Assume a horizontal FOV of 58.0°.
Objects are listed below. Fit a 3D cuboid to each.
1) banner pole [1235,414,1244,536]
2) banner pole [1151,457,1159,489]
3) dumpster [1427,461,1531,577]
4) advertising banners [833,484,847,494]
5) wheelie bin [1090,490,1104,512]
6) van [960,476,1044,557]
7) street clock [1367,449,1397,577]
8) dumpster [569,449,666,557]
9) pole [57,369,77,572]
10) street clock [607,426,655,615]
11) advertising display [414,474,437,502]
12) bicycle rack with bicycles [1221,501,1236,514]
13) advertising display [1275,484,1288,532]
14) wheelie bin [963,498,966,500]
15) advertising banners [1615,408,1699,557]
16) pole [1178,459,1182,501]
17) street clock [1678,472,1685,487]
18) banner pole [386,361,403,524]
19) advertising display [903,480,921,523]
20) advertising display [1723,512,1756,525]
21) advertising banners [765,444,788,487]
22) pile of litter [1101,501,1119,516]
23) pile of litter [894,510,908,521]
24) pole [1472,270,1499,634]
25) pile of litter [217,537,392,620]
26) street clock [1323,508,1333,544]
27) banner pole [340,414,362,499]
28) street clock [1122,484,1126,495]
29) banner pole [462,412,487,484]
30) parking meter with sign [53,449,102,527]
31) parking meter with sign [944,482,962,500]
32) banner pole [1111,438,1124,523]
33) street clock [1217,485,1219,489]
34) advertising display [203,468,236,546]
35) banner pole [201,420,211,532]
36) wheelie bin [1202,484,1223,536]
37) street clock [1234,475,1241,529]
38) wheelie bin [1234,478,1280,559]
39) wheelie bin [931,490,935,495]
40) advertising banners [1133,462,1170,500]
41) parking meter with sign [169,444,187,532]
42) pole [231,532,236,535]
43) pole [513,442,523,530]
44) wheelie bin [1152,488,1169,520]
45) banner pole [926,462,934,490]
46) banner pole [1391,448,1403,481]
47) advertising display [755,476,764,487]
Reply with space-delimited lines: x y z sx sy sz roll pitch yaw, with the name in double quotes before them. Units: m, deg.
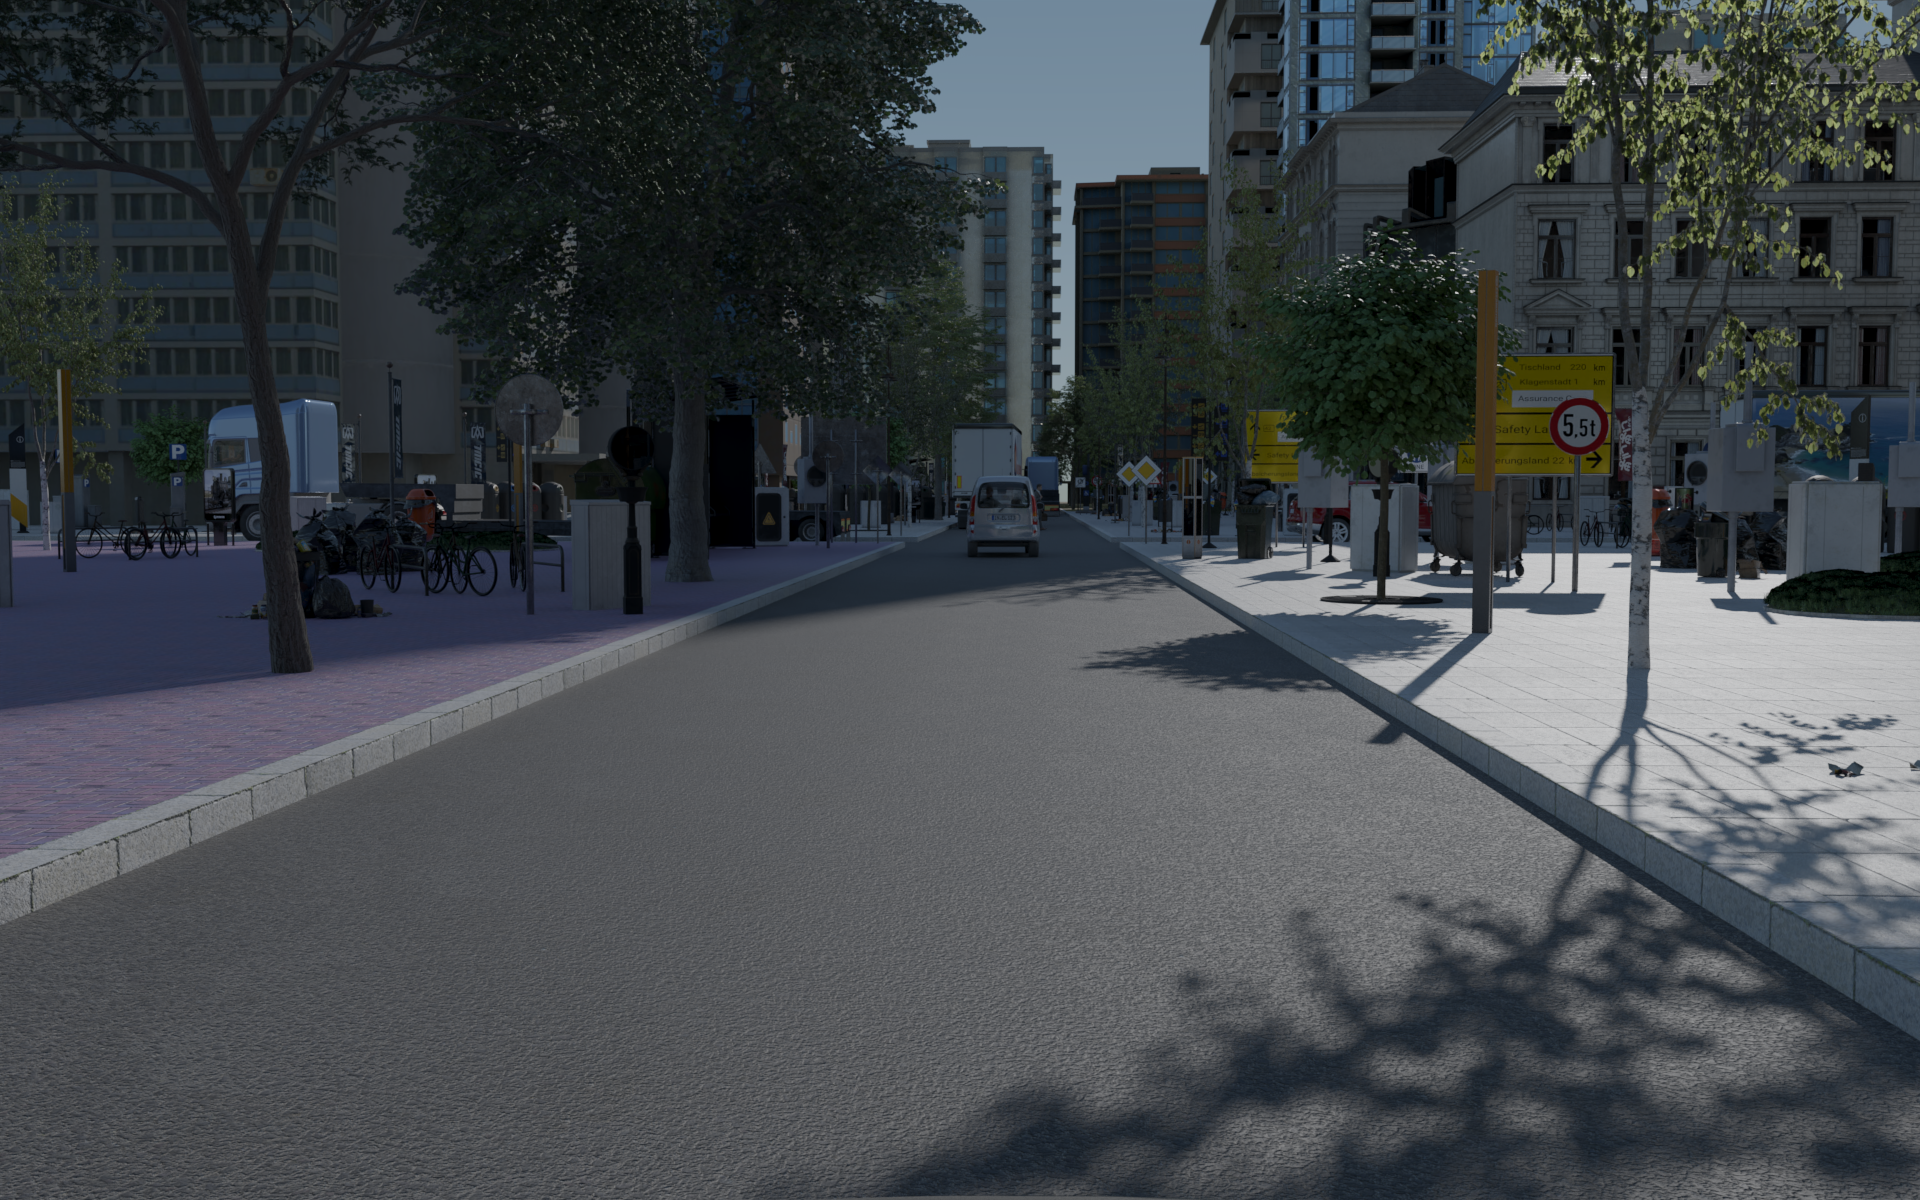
"banner pole" 8.529 -3.814 52.369 0.401 3.779 0.863 1 4 9
"banner pole" 12.692 -7.487 112.435 0.863 3.779 0.401 -2 4 -32
"dumpster" 8.263 -1.336 27.597 1.264 1.857 1.865 0 4 2
"advertising banners" -6.352 -5.971 93.807 0.090 3.025 2.074 2 4 32
"wheelie bin" 9.683 -7.007 122.471 0.980 1.594 0.693 -1 4 -9
"van" 0.992 -2.064 40.754 2.013 2.044 4.112 0 4 0
"street clock" 6.544 -1.361 26.829 0.358 2.002 0.471 -2 4 -32
"dumpster" -6.637 -1.902 33.591 1.502 2.255 1.985 0 4 2
"pole" -14.653 -2.114 28.414 0.158 3.312 0.155 0 3 0
"street clock" -3.499 -0.850 18.475 0.471 2.002 0.358 -1 4 -20
"advertising display" -17.270 -3.107 56.018 0.123 1.923 0.974 1 4 22
"bicycle rack with bicycles" 17.900 -5.789 108.031 2.852 0.926 2.925 -1 4 -19
"advertising display" 10.961 -3.297 59.115 0.123 1.923 0.974 -1 4 -8
"wheelie bin" 0.468 -7.145 124.736 0.693 1.594 0.980 0 4 5
"advertising banners" 14.244 -2.403 35.475 2.074 3.025 0.090 -1 4 -17
"pole" 12.776 -6.521 100.454 0.158 3.312 0.155 0 3 0
"street clock" 24.108 -3.242 57.583 0.471 2.002 0.358 2 4 27
"banner pole" -10.745 -2.628 32.982 0.401 3.779 0.863 0 4 2
"advertising display" -2.126 -4.380 76.830 0.974 1.923 0.123 -3 5 -41
"advertising display" 17.234 -2.046 38.660 0.974 1.923 0.123 2 4 35
"advertising banners" -6.337 -3.915 60.194 0.090 3.025 2.074 1 4 15
"pile of litter" 8.938 -5.285 100.367 1.719 0.858 1.176 -1 4 -13
"pile of litter" -2.694 -4.159 81.964 1.176 0.858 1.719 1 4 18
"pole" 4.828 -1.350 15.917 0.158 3.312 0.155 0 3 0
"pile of litter" -6.876 -0.257 18.165 1.719 0.858 1.176 1 4 16
"street clock" 9.443 -2.435 44.380 0.471 2.002 0.358 2 4 31
"banner pole" -18.968 -3.924 54.169 0.401 3.779 0.863 3 5 39
"street clock" 10.516 -6.417 109.481 0.471 2.002 0.358 -1 4 -20
"banner pole" -14.953 -3.864 53.193 0.863 3.779 0.401 0 4 -5
"parking meter with sign" -33.991 -4.316 66.819 1.738 3.016 0.543 1 4 13
"parking meter with sign" -0.681 -7.017 110.989 1.738 3.016 0.543 1 4 13
"banner pole" 6.983 -5.286 76.437 0.401 3.779 0.863 3 4 38
"street clock" 18.022 -7.156 121.575 0.358 2.002 0.471 0 4 -2
"advertising display" -18.392 -2.313 43.030 0.974 1.923 0.123 2 4 24
"banner pole" -25.488 -4.218 58.988 0.401 3.779 0.863 1 4 22
"wheelie bin" 7.725 -2.805 53.769 0.693 1.594 0.980 -2 4 -24
"street clock" 10.336 -3.649 64.233 0.358 2.002 0.471 0 4 3
"wheelie bin" 5.873 -1.620 34.393 0.980 1.594 0.693 2 4 25
"wheelie bin" -2.035 -6.849 119.890 0.693 1.594 0.980 -1 4 -12
"advertising banners" 10.417 -6.008 94.413 2.074 3.025 0.090 -1 4 -8
"parking meter with sign" -26.890 -3.868 59.505 0.543 3.016 1.738 -1 4 -21
"pole" -22.883 -3.707 54.456 0.158 3.312 0.155 0 3 0
"pole" -10.524 -2.900 41.255 0.158 3.312 0.155 0 3 0
"wheelie bin" 9.896 -4.730 85.238 0.693 1.594 0.980 2 4 35
"banner pole" -2.154 -8.095 122.367 0.863 3.779 0.401 3 5 39
"banner pole" 9.734 -2.993 38.959 0.401 3.779 0.863 -1 4 -21
"advertising display" -7.385 -3.580 63.741 0.123 1.923 0.974 1 4 9
